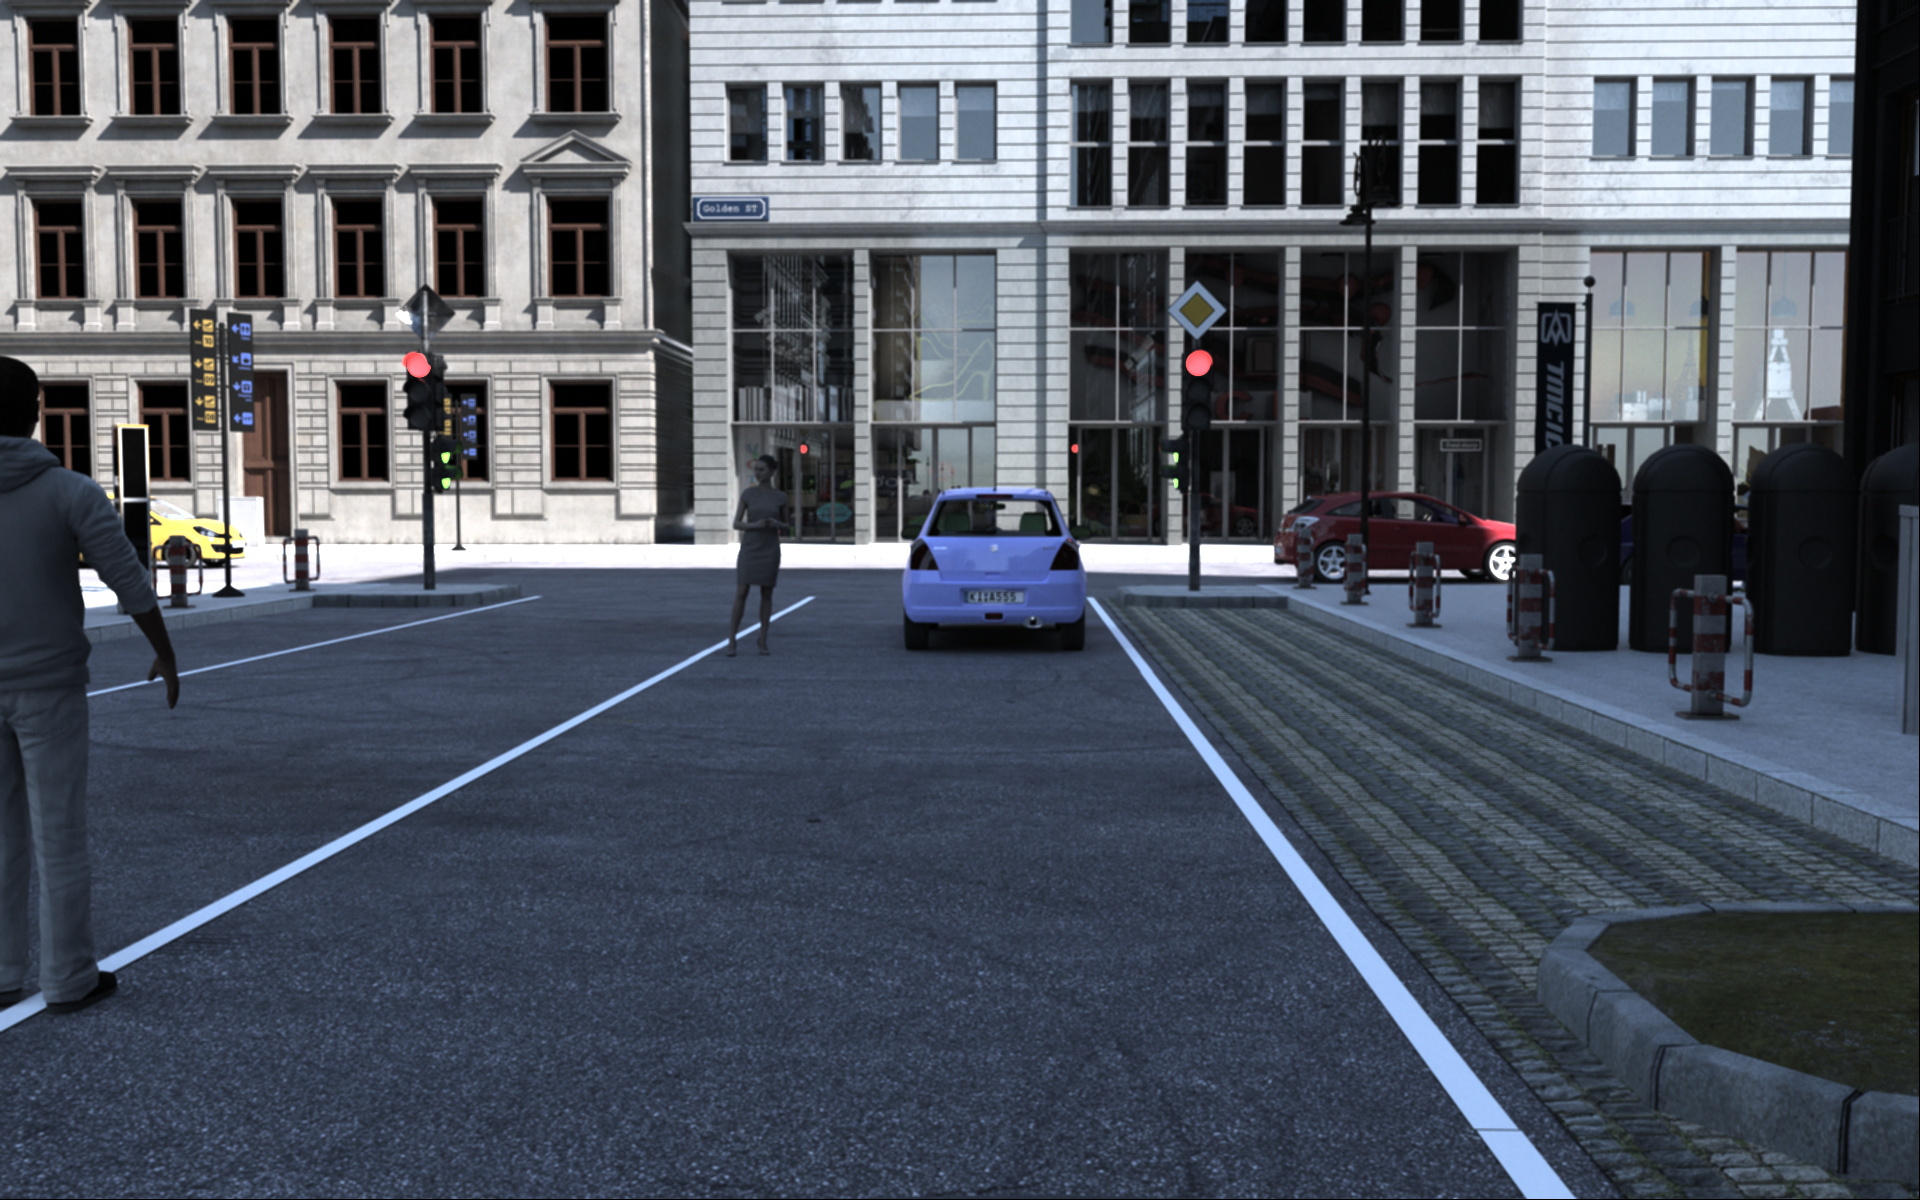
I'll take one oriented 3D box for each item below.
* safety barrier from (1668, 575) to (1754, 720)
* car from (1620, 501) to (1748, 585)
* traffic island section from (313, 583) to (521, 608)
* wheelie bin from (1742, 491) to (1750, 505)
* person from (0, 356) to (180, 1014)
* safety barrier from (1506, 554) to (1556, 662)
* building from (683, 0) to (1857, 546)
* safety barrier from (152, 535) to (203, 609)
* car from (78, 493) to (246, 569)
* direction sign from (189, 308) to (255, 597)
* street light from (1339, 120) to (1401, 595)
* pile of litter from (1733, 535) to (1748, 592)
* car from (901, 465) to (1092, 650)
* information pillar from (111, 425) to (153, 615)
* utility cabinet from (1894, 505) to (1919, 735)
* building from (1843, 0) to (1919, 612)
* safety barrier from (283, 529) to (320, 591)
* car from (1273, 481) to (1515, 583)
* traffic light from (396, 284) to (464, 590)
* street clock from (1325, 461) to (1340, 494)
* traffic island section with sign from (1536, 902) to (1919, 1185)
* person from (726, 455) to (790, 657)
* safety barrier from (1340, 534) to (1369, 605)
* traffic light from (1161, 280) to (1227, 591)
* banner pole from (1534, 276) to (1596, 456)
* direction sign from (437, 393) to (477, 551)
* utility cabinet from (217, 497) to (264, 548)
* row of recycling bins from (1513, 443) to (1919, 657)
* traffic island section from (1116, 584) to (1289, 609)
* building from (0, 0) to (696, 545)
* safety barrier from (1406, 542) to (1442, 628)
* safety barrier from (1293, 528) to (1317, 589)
[{"bbox_3d":[4.276,0.268,9.889,0.300,0.817,1.120,0,4,2],"label":"safety barrier"},{"bbox_3d":[11.116,-0.787,25.454,3.894,1.354,1.945,0,4,3],"label":"car"},{"bbox_3d":[-7.154,-0.062,23.300,2.009,0.180,2.903,0,4,2],"label":"traffic island section"},{"bbox_3d":[45.907,-5.706,101.207,0.980,1.594,0.693,-1,4,-17],"label":"wheelie bin"},{"bbox_3d":[-2.592,0.231,4.869,0.875,1.805,0.789,-1,4,-16],"label":"person"},{"bbox_3d":[4.376,0.060,13.288,0.300,0.817,1.120,0,4,2],"label":"safety barrier"},{"bbox_3d":[8.259,-16.494,47.175,29.804,29.767,11.434,0,4,2],"label":"building"},{"bbox_3d":[-8.787,-0.318,19.469,0.300,0.817,1.120,0,4,2],"label":"safety barrier"},{"bbox_3d":[-16.012,-1.436,33.695,3.980,1.641,2.015,0,4,0],"label":"car"},{"bbox_3d":[-9.155,-1.809,21.573,0.379,3.537,0.876,2,4,30],"label":"direction sign"},{"bbox_3d":[5.158,-3.008,21.962,0.468,5.910,1.993,0,4,2],"label":"street light"},{"bbox_3d":[10.597,-0.511,22.322,1.176,0.858,1.719,1,4,16],"label":"pile of litter"},{"bbox_3d":[0.356,-0.467,17.226,1.945,1.707,3.694,0,4,2],"label":"car"},{"bbox_3d":[-8.847,-0.858,18.518,0.304,2.012,0.304,-3,4,-38],"label":"information pillar"},{"bbox_3d":[5.390,0.095,9.607,0.306,1.237,1.020,2,4,26],"label":"utility cabinet"},{"bbox_3d":[15.605,-11.049,10.326,12.332,23.373,15.834,0,4,2],"label":"building"},{"bbox_3d":[-8.689,-0.525,22.862,0.300,0.817,1.120,0,4,2],"label":"safety barrier"},{"bbox_3d":[7.462,-1.196,28.601,4.494,1.783,2.155,0,4,1],"label":"car"},{"bbox_3d":[-7.114,-2.094,23.164,0.839,4.253,0.868,0,4,2],"label":"traffic light"},{"bbox_3d":[8.264,-2.072,38.441,0.358,2.002,0.471,0,4,5],"label":"street clock"},{"bbox_3d":[2.608,0.260,4.379,1.989,1.847,2.006,0,4,2],"label":"traffic island section with sign"},{"bbox_3d":[-1.796,-0.402,15.406,0.599,1.781,0.374,-1,4,-14],"label":"person"},{"bbox_3d":[4.570,-0.354,20.062,0.300,0.817,1.120,0,4,2],"label":"safety barrier"},{"bbox_3d":[3.093,-2.077,22.887,0.839,4.253,0.868,0,4,2],"label":"traffic light"},{"bbox_3d":[6.997,-1.831,19.960,0.863,3.779,0.401,0,4,-8],"label":"banner pole"},{"bbox_3d":[-11.345,-2.881,39.104,0.876,3.537,0.379,-1,4,-15],"label":"direction sign"},{"bbox_3d":[-17.108,-1.838,41.217,1.020,1.237,0.306,1,4,9],"label":"utility cabinet"},{"bbox_3d":[6.396,-0.430,14.145,3.534,1.692,1.069,1,4,11],"label":"row of recycling bins"},{"bbox_3d":[3.133,-0.044,23.000,2.009,0.180,2.903,0,4,2],"label":"traffic island section"},{"bbox_3d":[-17.350,-12.950,47.883,21.152,22.565,11.583,0,4,2],"label":"building"},{"bbox_3d":[4.472,-0.147,16.677,0.300,0.817,1.120,0,4,2],"label":"safety barrier"},{"bbox_3d":[4.672,-0.561,23.455,0.300,0.817,1.120,0,4,2],"label":"safety barrier"}]
